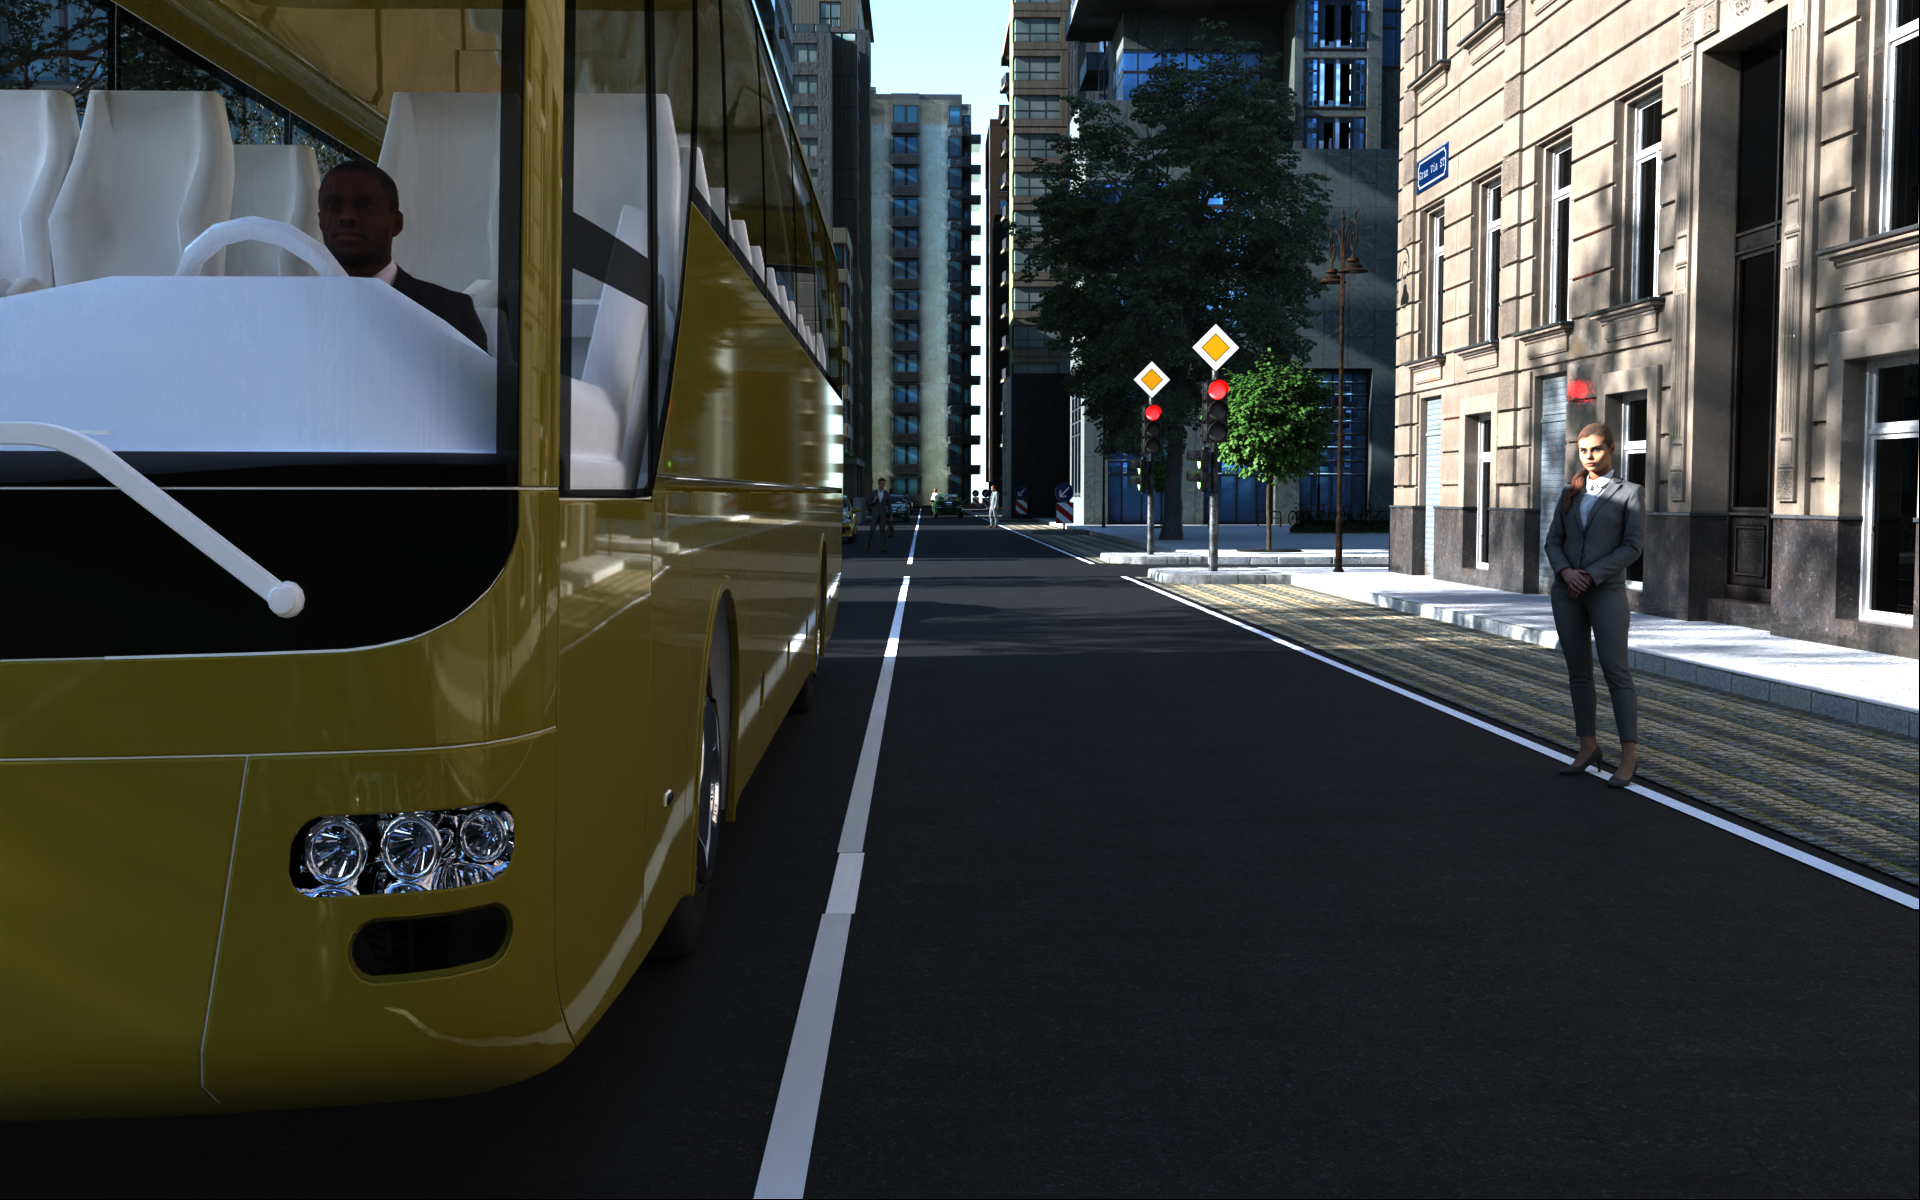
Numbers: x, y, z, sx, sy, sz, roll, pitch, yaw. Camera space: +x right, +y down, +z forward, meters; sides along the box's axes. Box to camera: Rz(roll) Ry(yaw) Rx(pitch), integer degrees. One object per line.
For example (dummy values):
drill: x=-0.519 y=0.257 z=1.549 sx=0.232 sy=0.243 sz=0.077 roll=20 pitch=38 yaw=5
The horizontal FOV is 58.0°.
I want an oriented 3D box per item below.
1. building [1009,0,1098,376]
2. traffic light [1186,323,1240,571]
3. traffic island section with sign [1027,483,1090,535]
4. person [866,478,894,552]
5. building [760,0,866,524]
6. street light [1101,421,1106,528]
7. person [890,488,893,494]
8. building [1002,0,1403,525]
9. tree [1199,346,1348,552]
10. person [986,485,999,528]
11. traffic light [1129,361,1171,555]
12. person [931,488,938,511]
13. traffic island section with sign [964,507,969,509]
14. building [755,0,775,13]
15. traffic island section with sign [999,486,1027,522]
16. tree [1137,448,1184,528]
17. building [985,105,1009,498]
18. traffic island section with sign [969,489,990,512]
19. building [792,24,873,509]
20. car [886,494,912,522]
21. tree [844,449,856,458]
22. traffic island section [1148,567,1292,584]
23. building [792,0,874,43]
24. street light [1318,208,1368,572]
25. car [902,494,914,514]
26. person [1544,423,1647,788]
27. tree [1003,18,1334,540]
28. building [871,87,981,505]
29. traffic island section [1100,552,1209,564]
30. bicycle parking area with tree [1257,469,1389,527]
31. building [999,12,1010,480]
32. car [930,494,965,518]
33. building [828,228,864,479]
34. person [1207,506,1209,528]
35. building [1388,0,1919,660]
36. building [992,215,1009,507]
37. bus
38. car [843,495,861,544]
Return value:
building: x=11.175 y=-27.694 z=136.387 sx=14.154 sy=41.232 sz=14.086 roll=0 pitch=4 yaw=-1
traffic light: x=4.189 y=-2.431 z=28.664 sx=0.839 sy=4.253 sz=0.868 roll=0 pitch=4 yaw=-1
traffic island section with sign: x=3.545 y=-3.240 z=61.603 sx=1.989 sy=1.847 sz=2.006 roll=0 pitch=4 yaw=-1
person: x=-1.995 y=-2.101 z=42.818 sx=0.622 sy=1.834 sz=0.822 roll=-1 pitch=4 yaw=-23
building: x=-21.114 y=-24.139 z=86.546 sx=32.217 sy=40.220 sz=23.993 roll=0 pitch=4 yaw=-1
street light: x=5.496 y=-5.709 z=66.131 sx=0.468 sy=5.910 sz=1.993 roll=0 pitch=4 yaw=-1
person: x=-4.845 y=-6.881 z=121.013 sx=0.705 sy=1.824 sz=1.348 roll=-3 pitch=4 yaw=-38
building: x=13.999 y=-47.250 z=85.204 sx=22.319 sy=86.520 sz=31.000 roll=0 pitch=4 yaw=-1
tree: x=6.999 y=-3.363 z=38.698 sx=4.285 sy=4.588 sz=4.351 roll=0 pitch=3 yaw=0
person: x=1.427 y=-3.929 z=72.847 sx=0.391 sy=1.810 sz=0.635 roll=-2 pitch=4 yaw=-30
traffic light: x=4.022 y=-2.919 z=36.648 sx=0.839 sy=4.253 sz=0.868 roll=0 pitch=4 yaw=-1
person: x=-1.559 y=-6.265 z=111.166 sx=0.478 sy=1.798 sz=0.641 roll=3 pitch=5 yaw=42
traffic island section with sign: x=1.366 y=-9.610 z=165.755 sx=1.989 sy=1.847 sz=2.006 roll=0 pitch=4 yaw=-1
building: x=-17.174 y=-26.307 z=49.725 sx=23.786 sy=49.044 sz=30.456 roll=0 pitch=4 yaw=-1
traffic island section with sign: x=2.989 y=-4.888 z=88.552 sx=1.989 sy=1.847 sz=2.006 roll=0 pitch=4 yaw=-1
tree: x=7.461 y=-4.331 z=65.412 sx=1.663 sy=3.219 sz=1.824 roll=0 pitch=3 yaw=0
building: x=10.312 y=-33.797 z=202.685 sx=14.200 sy=45.320 sz=14.600 roll=0 pitch=4 yaw=-1
traffic island section with sign: x=1.942 y=-7.943 z=138.495 sx=1.989 sy=1.847 sz=2.006 roll=0 pitch=4 yaw=-1
building: x=-14.770 y=-28.400 z=147.940 sx=14.154 sy=41.232 sz=14.086 roll=0 pitch=4 yaw=-1
car: x=-3.525 y=-4.740 z=89.294 sx=2.131 sy=1.459 sz=4.920 roll=0 pitch=4 yaw=-1
tree: x=-7.825 y=-7.547 z=107.106 sx=4.285 sy=4.588 sz=4.351 roll=0 pitch=3 yaw=0
traffic island section: x=4.230 y=-0.397 z=28.779 sx=2.009 sy=0.180 sz=2.903 roll=0 pitch=4 yaw=-1
building: x=-22.662 y=-35.689 z=172.747 sx=27.495 sy=52.752 sz=28.713 roll=0 pitch=4 yaw=-1
street light: x=6.234 y=-3.398 z=28.343 sx=0.468 sy=5.910 sz=1.993 roll=0 pitch=4 yaw=-1
car: x=-4.406 y=-7.064 z=127.296 sx=2.131 sy=1.459 sz=4.920 roll=0 pitch=4 yaw=0
person: x=3.166 y=0.005 z=8.699 sx=0.520 sy=1.790 sz=0.573 roll=2 pitch=4 yaw=31
tree: x=5.970 y=-8.670 z=48.410 sx=9.857 sy=13.997 sz=8.962 roll=0 pitch=3 yaw=0
building: x=-12.883 y=-35.894 z=206.469 sx=30.456 sy=49.044 sz=23.786 roll=0 pitch=4 yaw=-1
traffic island section: x=4.063 y=-0.886 z=36.762 sx=2.009 sy=0.180 sz=2.903 roll=0 pitch=4 yaw=-1
bicycle parking area with tree: x=16.186 y=-4.892 z=66.985 sx=8.231 sy=4.147 sz=9.016 roll=0 pitch=4 yaw=-7
building: x=14.909 y=-30.775 z=157.798 sx=22.147 sy=44.769 sz=28.867 roll=0 pitch=4 yaw=-1
car: x=-0.743 y=-5.797 z=106.584 sx=2.131 sy=1.459 sz=4.920 roll=0 pitch=4 yaw=-2
building: x=-21.426 y=-17.229 z=126.732 sx=27.650 sy=21.520 sz=28.899 roll=0 pitch=4 yaw=-1
person: x=9.400 y=-3.313 z=64.452 sx=0.306 sy=1.304 sz=0.590 roll=-1 pitch=4 yaw=-20
building: x=12.989 y=-13.372 z=15.893 sx=12.463 sy=27.353 sz=25.104 roll=0 pitch=4 yaw=-1
building: x=10.316 y=-25.032 z=180.968 sx=14.160 sy=30.474 sz=14.107 roll=0 pitch=4 yaw=-1
bus: x=-2.073 y=-1.039 z=8.529 sx=2.896 sy=3.916 sz=12.252 roll=0 pitch=4 yaw=-2
car: x=-3.927 y=-2.513 z=51.318 sx=2.015 sy=1.641 sz=3.980 roll=0 pitch=4 yaw=-2
